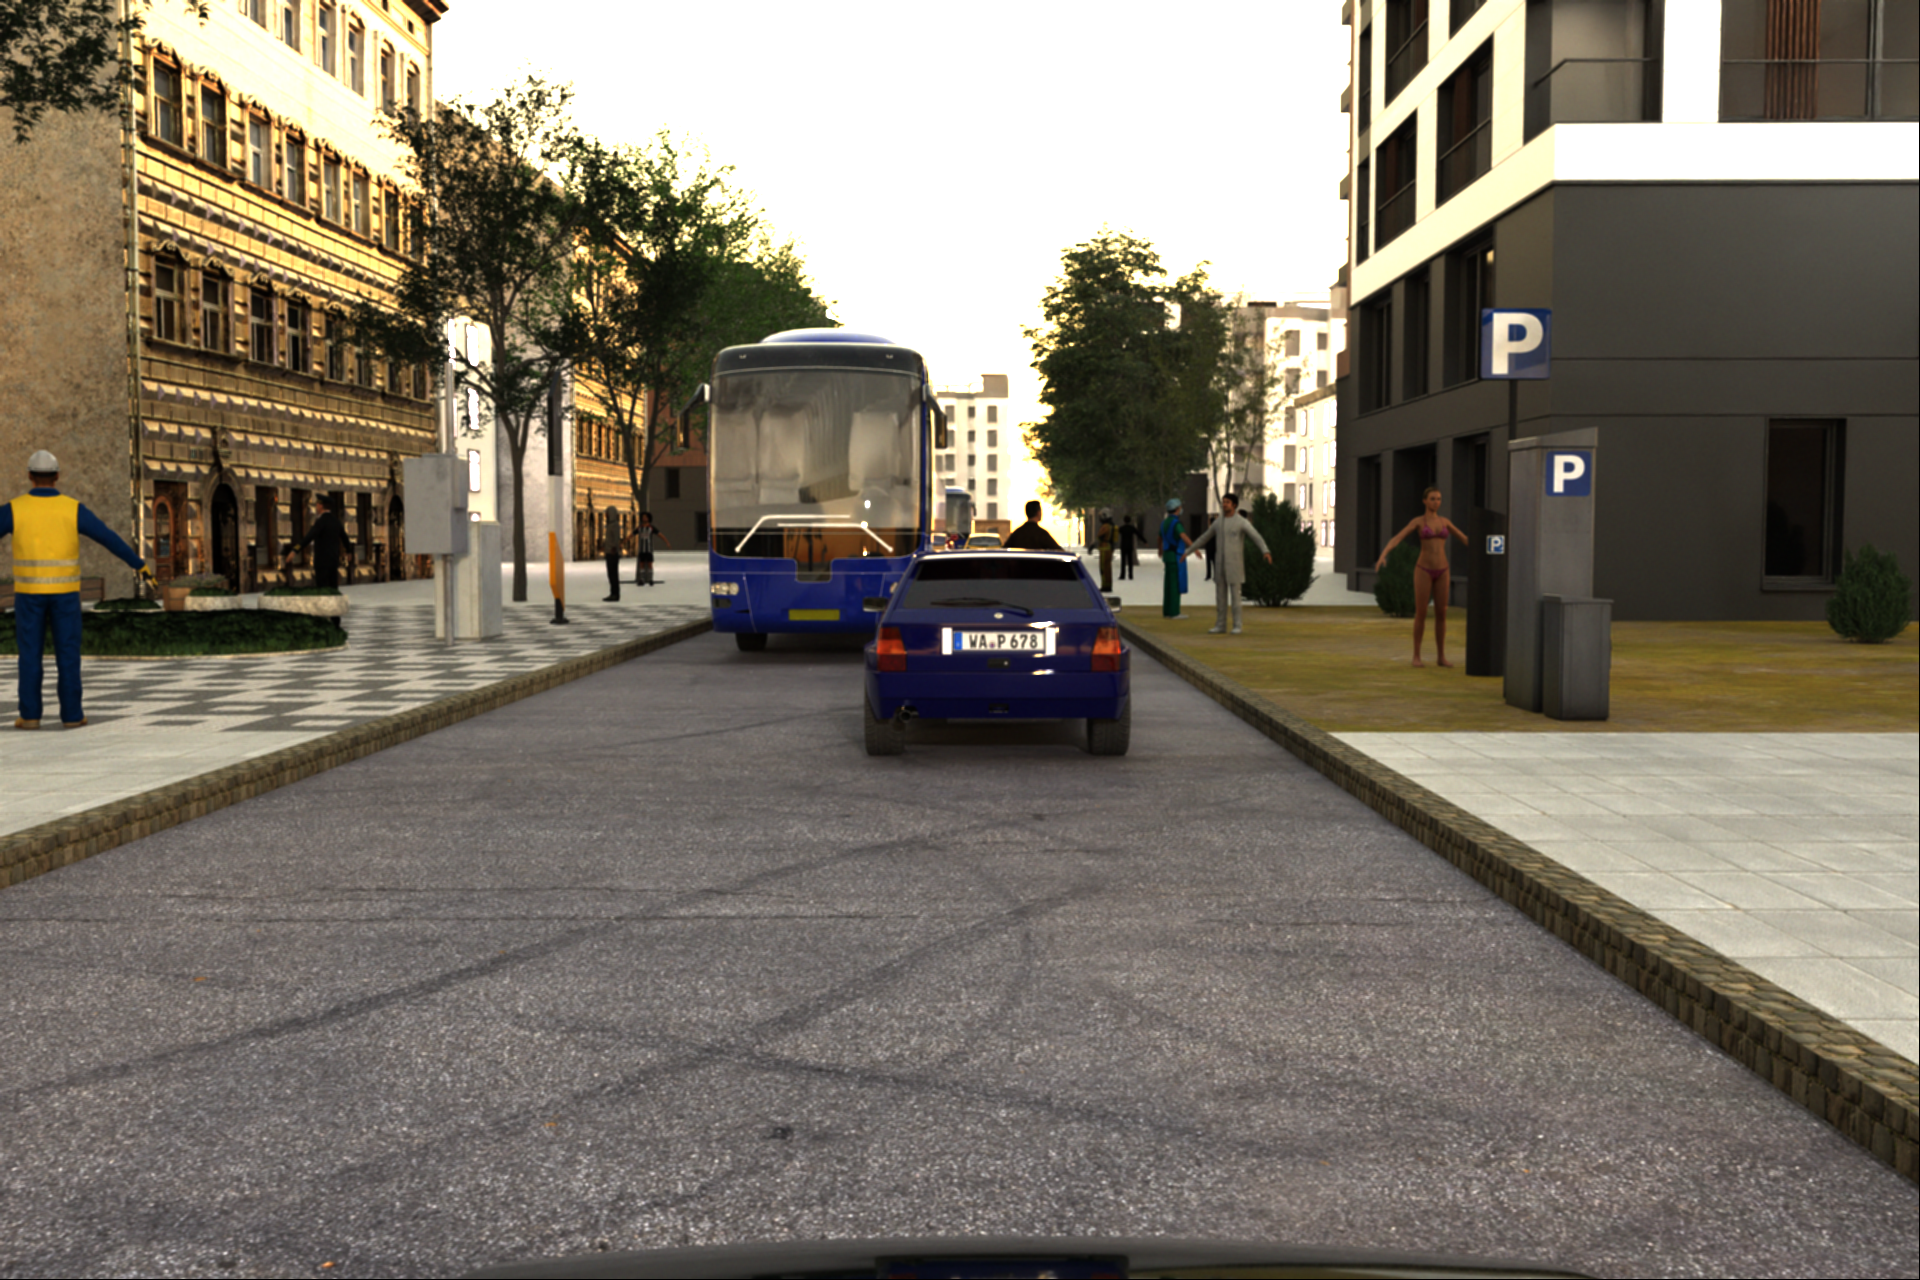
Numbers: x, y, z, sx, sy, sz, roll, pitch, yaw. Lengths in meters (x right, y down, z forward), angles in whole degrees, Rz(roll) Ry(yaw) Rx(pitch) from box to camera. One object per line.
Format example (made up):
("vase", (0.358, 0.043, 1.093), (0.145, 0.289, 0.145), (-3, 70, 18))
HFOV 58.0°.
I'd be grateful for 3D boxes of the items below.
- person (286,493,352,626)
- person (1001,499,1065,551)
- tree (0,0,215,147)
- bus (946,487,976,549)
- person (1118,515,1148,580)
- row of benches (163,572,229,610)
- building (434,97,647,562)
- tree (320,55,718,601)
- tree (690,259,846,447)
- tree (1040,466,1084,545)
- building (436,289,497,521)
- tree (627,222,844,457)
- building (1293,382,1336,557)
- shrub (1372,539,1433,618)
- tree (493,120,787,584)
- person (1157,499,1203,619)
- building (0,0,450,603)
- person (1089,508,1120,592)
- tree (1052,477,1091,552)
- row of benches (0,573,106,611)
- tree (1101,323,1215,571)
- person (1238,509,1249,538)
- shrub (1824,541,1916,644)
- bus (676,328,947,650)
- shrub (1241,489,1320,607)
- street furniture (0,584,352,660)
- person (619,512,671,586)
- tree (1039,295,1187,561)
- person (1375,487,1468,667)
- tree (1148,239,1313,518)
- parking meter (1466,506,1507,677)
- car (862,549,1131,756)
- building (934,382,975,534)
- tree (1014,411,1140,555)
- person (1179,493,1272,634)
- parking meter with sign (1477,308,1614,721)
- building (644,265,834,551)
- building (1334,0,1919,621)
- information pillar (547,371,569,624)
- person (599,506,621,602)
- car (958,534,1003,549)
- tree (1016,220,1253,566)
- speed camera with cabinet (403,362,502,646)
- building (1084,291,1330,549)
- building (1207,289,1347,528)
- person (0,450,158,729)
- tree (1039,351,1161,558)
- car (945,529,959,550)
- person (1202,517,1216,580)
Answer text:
("person", (-8.700, -1.086, 23.699), (0.705, 1.837, 1.347), (1, 4, 16))
("person", (0.829, -0.646, 19.163), (1.346, 1.812, 0.704), (3, 5, 43))
("tree", (-8.394, -4.652, 10.467), (8.767, 10.594, 7.601), (1, 4, 18))
("bus", (-0.580, -6.223, 93.287), (2.896, 3.916, 12.251), (0, 4, 0))
("person", (4.699, -2.612, 48.898), (1.347, 1.806, 0.705), (-1, 4, -13))
("row of benches", (-11.616, -0.672, 26.447), (1.422, 0.672, 4.104), (-1, 4, -19))
("building", (-26.864, -15.710, 87.783), (19.493, 23.208, 18.063), (0, 4, 0))
("tree", (-8.265, -6.037, 33.116), (8.767, 10.594, 7.601), (1, 4, 22))
("tree", (-8.017, -10.564, 79.375), (9.857, 13.997, 8.962), (0, 3, 0))
("tree", (14.310, -18.314, 206.090), (9.857, 13.997, 8.962), (0, 3, 0))
("building", (-21.884, -7.506, 64.877), (9.099, 9.664, 28.070), (0, 4, 1))
("tree", (-7.659, -8.069, 57.685), (9.928, 11.665, 9.643), (0, 3, 0))
("building", (25.255, -9.274, 93.776), (9.099, 9.664, 28.070), (0, 3, 0))
("shrub", (6.830, -0.951, 26.660), (1.383, 1.207, 1.383), (0, 3, 0))
("tree", (-8.349, -7.281, 44.793), (9.928, 11.665, 9.643), (0, 3, 0))
("person", (3.268, -1.230, 26.245), (0.704, 1.817, 1.347), (-1, 4, -20))
("building", (-24.460, -12.842, 40.891), (19.493, 23.208, 18.063), (0, 4, 1))
("person", (3.195, -1.985, 38.220), (0.705, 1.858, 1.354), (2, 4, 26))
("tree", (7.325, -10.253, 117.994), (4.360, 8.622, 3.978), (0, 3, 0))
("row of benches", (-14.655, -0.727, 27.354), (1.422, 0.672, 4.104), (0, 4, -5))
("tree", (7.212, -6.726, 60.329), (4.360, 8.622, 3.978), (0, 3, 0))
("person", (6.050, -1.909, 37.345), (0.704, 1.812, 1.346), (2, 4, 31))
("shrub", (10.689, -0.565, 20.352), (1.383, 1.207, 1.383), (0, 3, 0))
("bus", (-1.548, -2.018, 24.541), (2.896, 3.916, 12.251), (0, 4, 0))
("shrub", (5.513, -1.628, 30.652), (1.661, 2.075, 1.752), (0, 3, 0))
("street furniture", (-11.927, -0.240, 19.557), (10.072, 0.657, 5.734), (0, 4, -6))
("person", (-7.799, -2.252, 42.970), (1.345, 1.843, 0.704), (0, 4, 8))
("tree", (7.363, -10.035, 82.204), (7.486, 12.596, 7.792), (0, 3, 0))
("person", (4.587, -0.608, 16.738), (1.217, 1.733, 0.721), (0, 4, -8))
("tree", (6.657, -5.713, 43.770), (4.360, 8.622, 3.978), (0, 3, 0))
("parking meter", (4.792, -0.446, 15.707), (0.372, 1.533, 0.369), (0, 3, 0))
("car", (0.239, 0.002, 12.546), (1.945, 1.354, 3.894), (0, 3, 0))
("building", (-5.108, -21.399, 208.747), (11.380, 20.090, 16.016), (0, 4, 7))
("tree", (7.731, -10.492, 105.958), (7.601, 10.594, 8.767), (3, 5, 42))
("person", (3.448, -0.985, 22.289), (1.347, 1.806, 0.705), (3, 5, 39))
("parking meter with sign", (4.295, -1.002, 12.642), (0.543, 3.016, 1.738), (0, 4, -1))
("building", (-25.973, -18.536, 147.035), (27.936, 21.610, 32.646), (0, 4, 1))
("building", (22.770, -12.044, 40.889), (27.936, 21.610, 32.646), (0, 4, 1))
("information pillar", (-5.756, -2.039, 24.686), (0.183, 3.616, 0.504), (0, 4, 2))
("person", (-6.665, -1.648, 33.079), (0.705, 1.813, 1.348), (-1, 4, -22))
("car", (0.927, -3.444, 66.526), (2.015, 1.641, 3.980), (0, 3, 0))
("tree", (6.927, -9.996, 70.092), (9.857, 13.997, 8.962), (0, 3, 0))
("speed camera with cabinet", (-6.048, -1.612, 20.687), (0.660, 3.252, 2.038), (0, 4, 1))
("building", (25.421, -19.469, 162.296), (27.936, 21.610, 32.646), (0, 4, 0))
("building", (25.494, -17.415, 141.162), (16.016, 20.090, 11.380), (0, 4, 1))
("person", (-6.058, -0.338, 11.494), (1.349, 1.833, 0.705), (-2, 4, -29))
("tree", (7.897, -10.247, 93.290), (9.928, 11.665, 9.643), (0, 3, 0))
("car", (-1.167, -2.464, 48.954), (2.281, 1.827, 5.304), (0, 4, 1))
("person", (6.922, -2.522, 47.951), (1.216, 1.740, 0.721), (-2, 4, -32))
